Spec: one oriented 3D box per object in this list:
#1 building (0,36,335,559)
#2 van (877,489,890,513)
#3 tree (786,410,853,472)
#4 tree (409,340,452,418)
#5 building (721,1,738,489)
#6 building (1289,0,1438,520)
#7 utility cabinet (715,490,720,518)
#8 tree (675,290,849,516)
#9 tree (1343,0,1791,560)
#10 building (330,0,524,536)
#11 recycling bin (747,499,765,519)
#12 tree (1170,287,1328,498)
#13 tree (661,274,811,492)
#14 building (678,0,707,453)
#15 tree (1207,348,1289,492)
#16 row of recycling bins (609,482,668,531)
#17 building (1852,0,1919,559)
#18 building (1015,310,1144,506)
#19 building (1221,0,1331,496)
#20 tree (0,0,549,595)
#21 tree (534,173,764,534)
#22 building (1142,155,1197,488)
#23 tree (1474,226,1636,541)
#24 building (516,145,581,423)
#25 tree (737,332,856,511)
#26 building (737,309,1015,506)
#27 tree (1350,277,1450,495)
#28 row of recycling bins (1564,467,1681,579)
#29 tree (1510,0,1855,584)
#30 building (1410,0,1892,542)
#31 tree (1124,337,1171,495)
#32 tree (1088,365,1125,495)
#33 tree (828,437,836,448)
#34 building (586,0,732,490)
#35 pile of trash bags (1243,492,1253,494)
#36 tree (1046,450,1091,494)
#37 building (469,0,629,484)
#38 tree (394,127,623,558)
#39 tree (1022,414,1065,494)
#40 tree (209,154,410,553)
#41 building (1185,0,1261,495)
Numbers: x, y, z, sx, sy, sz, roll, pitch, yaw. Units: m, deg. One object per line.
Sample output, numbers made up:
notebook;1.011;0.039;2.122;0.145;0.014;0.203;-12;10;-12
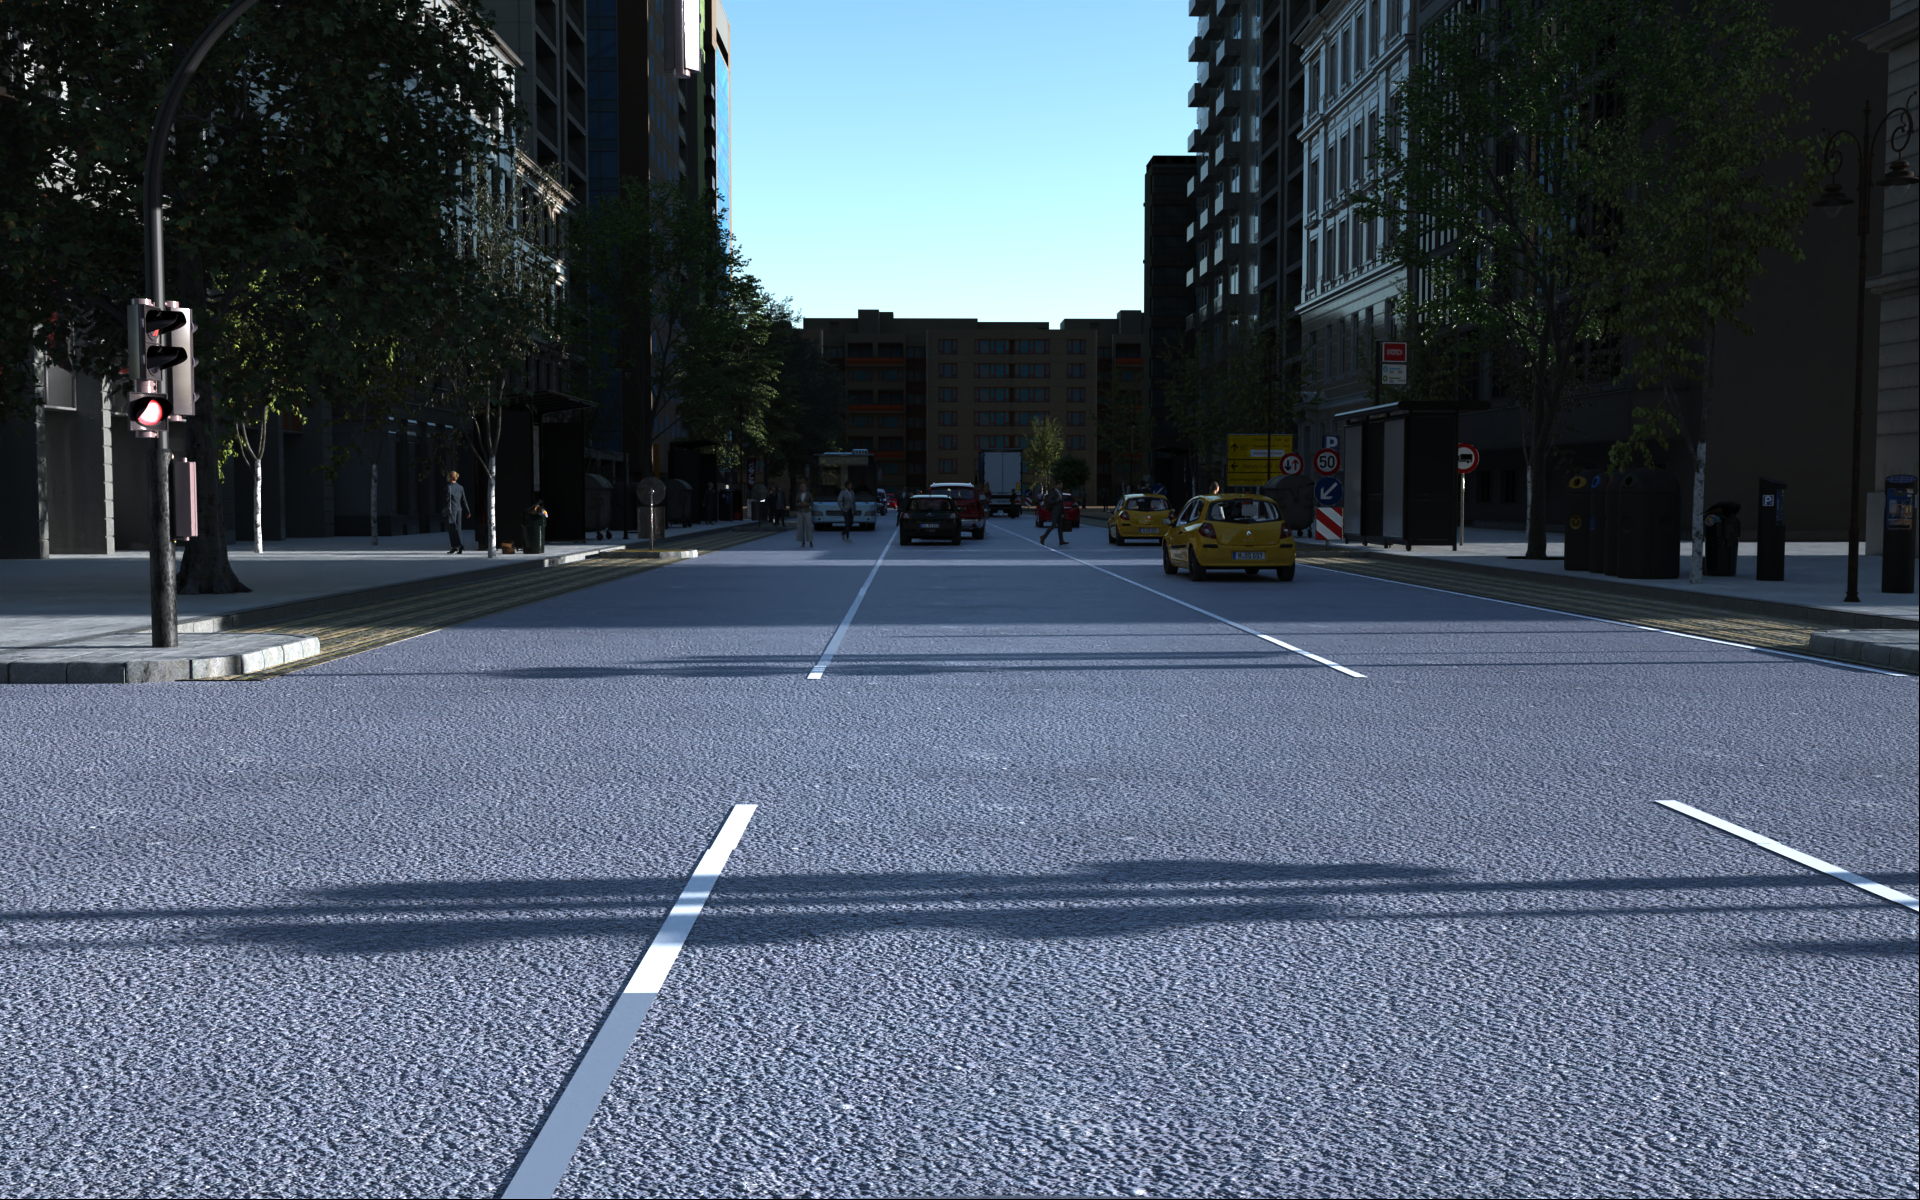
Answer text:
building;-23.694;-15.811;36.000;11.434;29.767;29.804;0;4;-1
van;-6.368;-7.640;131.933;2.013;2.044;4.112;0;4;-3
tree;-12.731;-13.544;155.848;7.601;10.594;8.767;0;4;-3
tree;-14.678;-5.684;43.303;4.737;8.622;4.395;0;3;0
building;-39.190;-53.657;189.964;31.000;86.520;22.319;0;4;-1
building;24.031;-17.971;79.737;13.634;28.700;20.117;0;4;-1
utility cabinet;-12.123;-4.822;87.515;0.318;1.500;1.173;-1;4;-20
tree;-11.472;-11.773;102.854;12.009;13.543;11.850;0;3;0
tree;11.514;-6.601;33.688;9.928;11.665;9.643;0;3;0
building;-22.150;-12.939;60.709;9.793;20.994;18.267;0;4;-1
recycling bin;-10.419;-4.639;88.406;0.722;1.027;0.722;1;4;15
tree;10.958;-6.867;62.642;4.737;8.622;4.395;0;3;0
tree;-11.580;-10.461;89.159;7.486;12.596;7.792;0;3;0
building;-27.021;-27.363;130.972;14.154;41.232;14.086;0;4;-1
tree;14.191;-8.304;86.130;4.360;8.622;3.978;0;3;0
row of recycling bins;-11.485;-3.369;62.188;1.069;1.692;3.534;1;4;18
building;30.328;-14.797;29.314;23.554;28.519;14.401;0;4;-1
building;19.577;-21.462;195.951;28.899;21.520;27.650;0;4;-1
building;27.497;-40.516;100.692;20.563;71.187;20.611;0;4;-1
tree;-9.939;-6.435;22.214;9.611;12.733;9.660;0;3;0
tree;-10.250;-7.984;56.299;9.928;11.665;9.643;0;3;0
building;22.722;-23.182;150.728;14.160;30.474;14.107;0;4;-1
tree;15.680;-5.910;46.987;4.360;8.622;3.978;0;3;0
building;-24.488;-13.139;79.455;10.561;19.102;19.286;0;4;-1
tree;-12.582;-13.724;131.049;9.857;13.997;8.962;0;3;0
building;-9.314;-21.421;195.266;28.899;21.520;27.650;0;4;-1
tree;15.063;-6.514;56.859;4.737;8.622;4.395;0;3;0
row of recycling bins;10.607;-1.262;27.748;1.069;1.692;3.534;0;4;3
tree;10.401;-4.550;24.748;4.737;8.622;4.395;0;3;0
building;25.163;-16.162;57.762;14.314;27.812;24.014;0;4;-1
tree;10.415;-7.661;75.625;4.737;8.622;4.395;0;3;0
tree;9.281;-9.025;97.923;4.737;8.622;4.395;0;3;0
tree;-12.877;-13.073;164.113;4.737;8.622;4.395;0;3;0
building;-27.539;-30.546;149.542;14.200;45.320;14.600;0;4;-1
pile of trash bags;10.744;-3.592;68.479;1.912;1.369;3.447;-1;4;-18
tree;8.119;-8.888;129.027;4.285;4.588;4.351;0;3;0
building;-30.124;-40.350;97.981;20.563;71.187;20.611;0;4;-1
tree;-9.581;-5.153;34.612;4.360;8.622;3.978;0;3;0
tree;7.794;-13.115;164.792;4.737;8.622;4.395;0;3;0
tree;-15.331;-5.350;37.835;4.737;8.622;4.395;0;3;0
building;29.068;-31.085;127.841;23.786;49.044;30.456;0;4;-1
